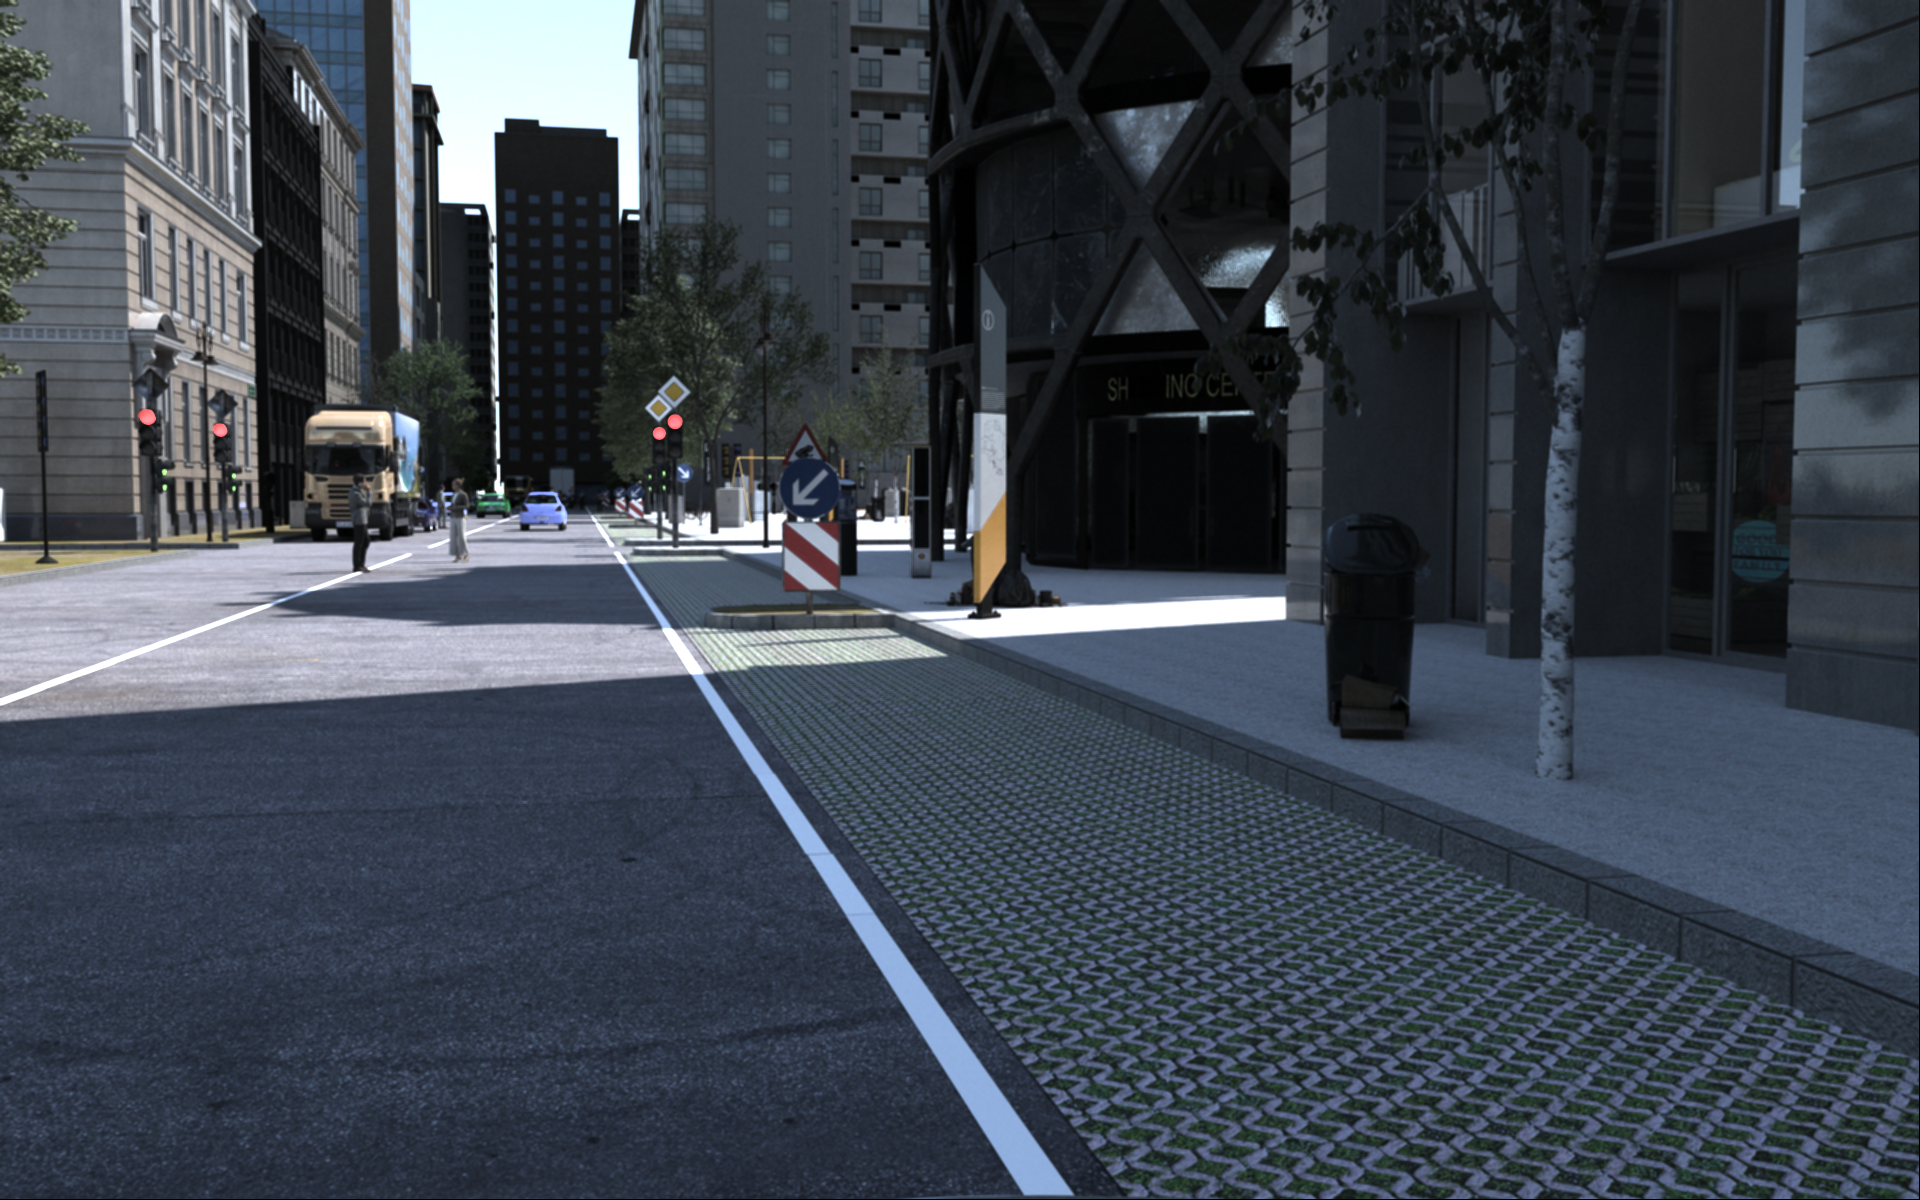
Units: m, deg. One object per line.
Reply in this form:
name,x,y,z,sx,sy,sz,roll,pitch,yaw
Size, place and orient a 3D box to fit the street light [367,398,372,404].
street light,-28.421,-6.774,83.551,0.468,5.910,1.993,-1,4,-12

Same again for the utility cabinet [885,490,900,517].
utility cabinet,-3.728,-5.276,94.948,0.318,1.500,1.173,-2,4,-31

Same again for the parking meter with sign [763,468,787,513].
parking meter with sign,-12.252,-7.289,115.431,1.738,3.016,0.543,-1,4,-13

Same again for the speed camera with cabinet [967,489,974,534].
speed camera with cabinet,0.740,-3.823,56.836,0.660,3.252,2.038,1,4,14

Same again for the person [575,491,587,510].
person,-33.661,-8.853,153.969,1.217,1.736,0.721,2,4,25

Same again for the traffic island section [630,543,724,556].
traffic island section,-6.731,-1.154,41.143,2.009,0.180,2.903,-1,4,-12

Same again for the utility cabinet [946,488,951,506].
utility cabinet,-0.947,-3.602,67.578,1.173,1.500,0.318,0,4,4

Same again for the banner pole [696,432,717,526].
banner pole,-10.286,-4.900,70.136,0.863,3.779,0.401,0,4,-3

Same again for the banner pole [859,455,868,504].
banner pole,-6.099,-7.370,110.510,0.863,3.779,0.401,1,4,18

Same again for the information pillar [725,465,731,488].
information pillar,-16.315,-7.989,121.970,0.504,3.616,0.183,-2,4,-24

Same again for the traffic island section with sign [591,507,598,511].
traffic island section with sign,-30.422,-8.543,148.306,1.989,1.847,2.006,-1,4,-12

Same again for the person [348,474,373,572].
person,-10.970,-1.410,31.736,0.473,1.802,0.592,-1,4,-12

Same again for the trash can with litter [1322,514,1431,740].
trash can with litter,2.298,0.120,9.433,0.624,1.170,1.055,1,4,8

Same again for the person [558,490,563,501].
person,-29.139,-7.126,125.734,0.721,1.743,1.217,1,4,11

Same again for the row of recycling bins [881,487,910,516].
row of recycling bins,-2.940,-5.735,100.879,3.534,1.692,1.069,1,4,18

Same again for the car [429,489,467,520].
car,-27.995,-5.208,94.735,1.945,1.707,3.694,-1,4,-10

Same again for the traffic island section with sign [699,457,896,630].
traffic island section with sign,-1.858,-0.641,19.115,1.989,1.847,2.006,-1,4,-12

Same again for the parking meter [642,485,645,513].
parking meter,-20.860,-6.666,114.696,0.399,1.863,0.255,-3,5,-44

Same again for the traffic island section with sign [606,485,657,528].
traffic island section with sign,-13.861,-3.959,73.358,1.989,1.847,2.006,-1,4,-12

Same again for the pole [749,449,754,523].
pole,-9.356,-5.126,77.650,0.158,3.312,0.155,0,3,0

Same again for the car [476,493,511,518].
car,-28.298,-5.889,105.076,1.959,1.807,4.718,-1,4,-11

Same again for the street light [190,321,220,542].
street light,-20.209,-4.507,46.473,0.468,5.910,1.993,-1,4,-12

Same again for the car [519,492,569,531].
car,-16.519,-3.616,68.710,1.945,1.707,3.694,-1,4,-11

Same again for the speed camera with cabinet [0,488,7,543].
speed camera with cabinet,-25.533,-3.108,45.145,0.660,3.252,2.038,-1,4,-13

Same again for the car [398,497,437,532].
car,-20.989,-3.276,66.141,1.945,1.354,3.894,-1,4,-12

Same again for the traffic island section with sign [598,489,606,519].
traffic island section with sign,-19.675,-5.569,99.681,1.989,1.847,2.006,-1,4,-12

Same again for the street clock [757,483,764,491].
street clock,-13.054,-6.678,113.759,0.471,2.002,0.358,1,4,16

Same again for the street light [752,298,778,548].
street light,-4.624,-4.179,41.122,0.468,5.910,1.993,-1,4,-12

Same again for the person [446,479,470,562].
person,-10.602,-1.678,36.477,0.519,1.759,0.362,2,4,32

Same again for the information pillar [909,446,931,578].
information pillar,-0.604,-1.344,26.460,0.304,2.012,0.304,-1,4,-8

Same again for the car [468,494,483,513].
car,-36.715,-7.402,132.820,2.131,1.459,4.920,-1,4,-14

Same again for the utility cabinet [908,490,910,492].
utility cabinet,-2.927,-5.887,104.936,0.318,1.500,1.173,2,4,28

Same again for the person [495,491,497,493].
person,-42.225,-9.060,157.341,0.721,1.736,1.217,-2,4,-35

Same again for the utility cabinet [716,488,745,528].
utility cabinet,-8.643,-3.452,65.113,1.173,1.500,0.318,3,4,36

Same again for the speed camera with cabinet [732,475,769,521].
speed camera with cabinet,-10.125,-5.420,82.958,0.660,3.252,2.038,-3,5,-39

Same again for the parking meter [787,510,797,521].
parking meter,-6.165,-3.376,63.608,0.372,1.533,0.369,0,3,0

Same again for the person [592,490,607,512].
person,-28.500,-7.807,136.861,1.217,1.736,0.721,0,4,7

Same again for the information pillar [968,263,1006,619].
information pillar,0.302,-1.622,17.870,0.183,3.616,0.504,3,4,36

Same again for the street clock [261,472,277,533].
street clock,-22.896,-3.233,57.434,0.358,2.002,0.471,2,4,25

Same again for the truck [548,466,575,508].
truck,-41.738,-11.787,181.628,2.839,4.237,11.283,-1,4,-13

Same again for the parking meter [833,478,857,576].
parking meter,-1.811,-1.156,27.305,0.372,1.533,0.369,0,3,0

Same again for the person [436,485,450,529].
person,-21.457,-3.860,71.707,0.635,1.810,0.391,3,5,44

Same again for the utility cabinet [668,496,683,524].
utility cabinet,-12.397,-3.935,75.501,0.306,1.237,1.020,-2,4,-31

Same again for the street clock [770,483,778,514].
street clock,-11.771,-6.429,109.679,0.471,2.002,0.358,0,4,7

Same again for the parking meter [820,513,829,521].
parking meter,-6.006,-4.371,77.177,0.399,1.863,0.255,-3,5,-43

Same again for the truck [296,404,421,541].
truck,-19.335,-4.121,56.293,2.839,4.237,11.283,-1,4,-12

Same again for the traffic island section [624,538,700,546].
traffic island section,-8.455,-1.631,48.941,2.009,0.180,2.903,-1,4,-12

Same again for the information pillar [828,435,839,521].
information pillar,-5.076,-4.772,69.370,0.183,3.616,0.504,3,5,44

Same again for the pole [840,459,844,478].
pole,-6.772,-6.458,99.439,0.158,3.312,0.155,0,3,0

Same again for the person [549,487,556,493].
person,-26.390,-6.374,112.082,0.474,1.900,0.648,3,4,38

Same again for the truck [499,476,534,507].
truck,-46.758,-11.471,183.466,3.469,3.379,9.791,-1,4,-11

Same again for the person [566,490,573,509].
person,-38.152,-9.853,169.471,0.709,1.838,0.599,1,4,15

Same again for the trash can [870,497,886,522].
trash can,-3.806,-4.220,80.653,0.748,1.137,0.748,0,3,0
